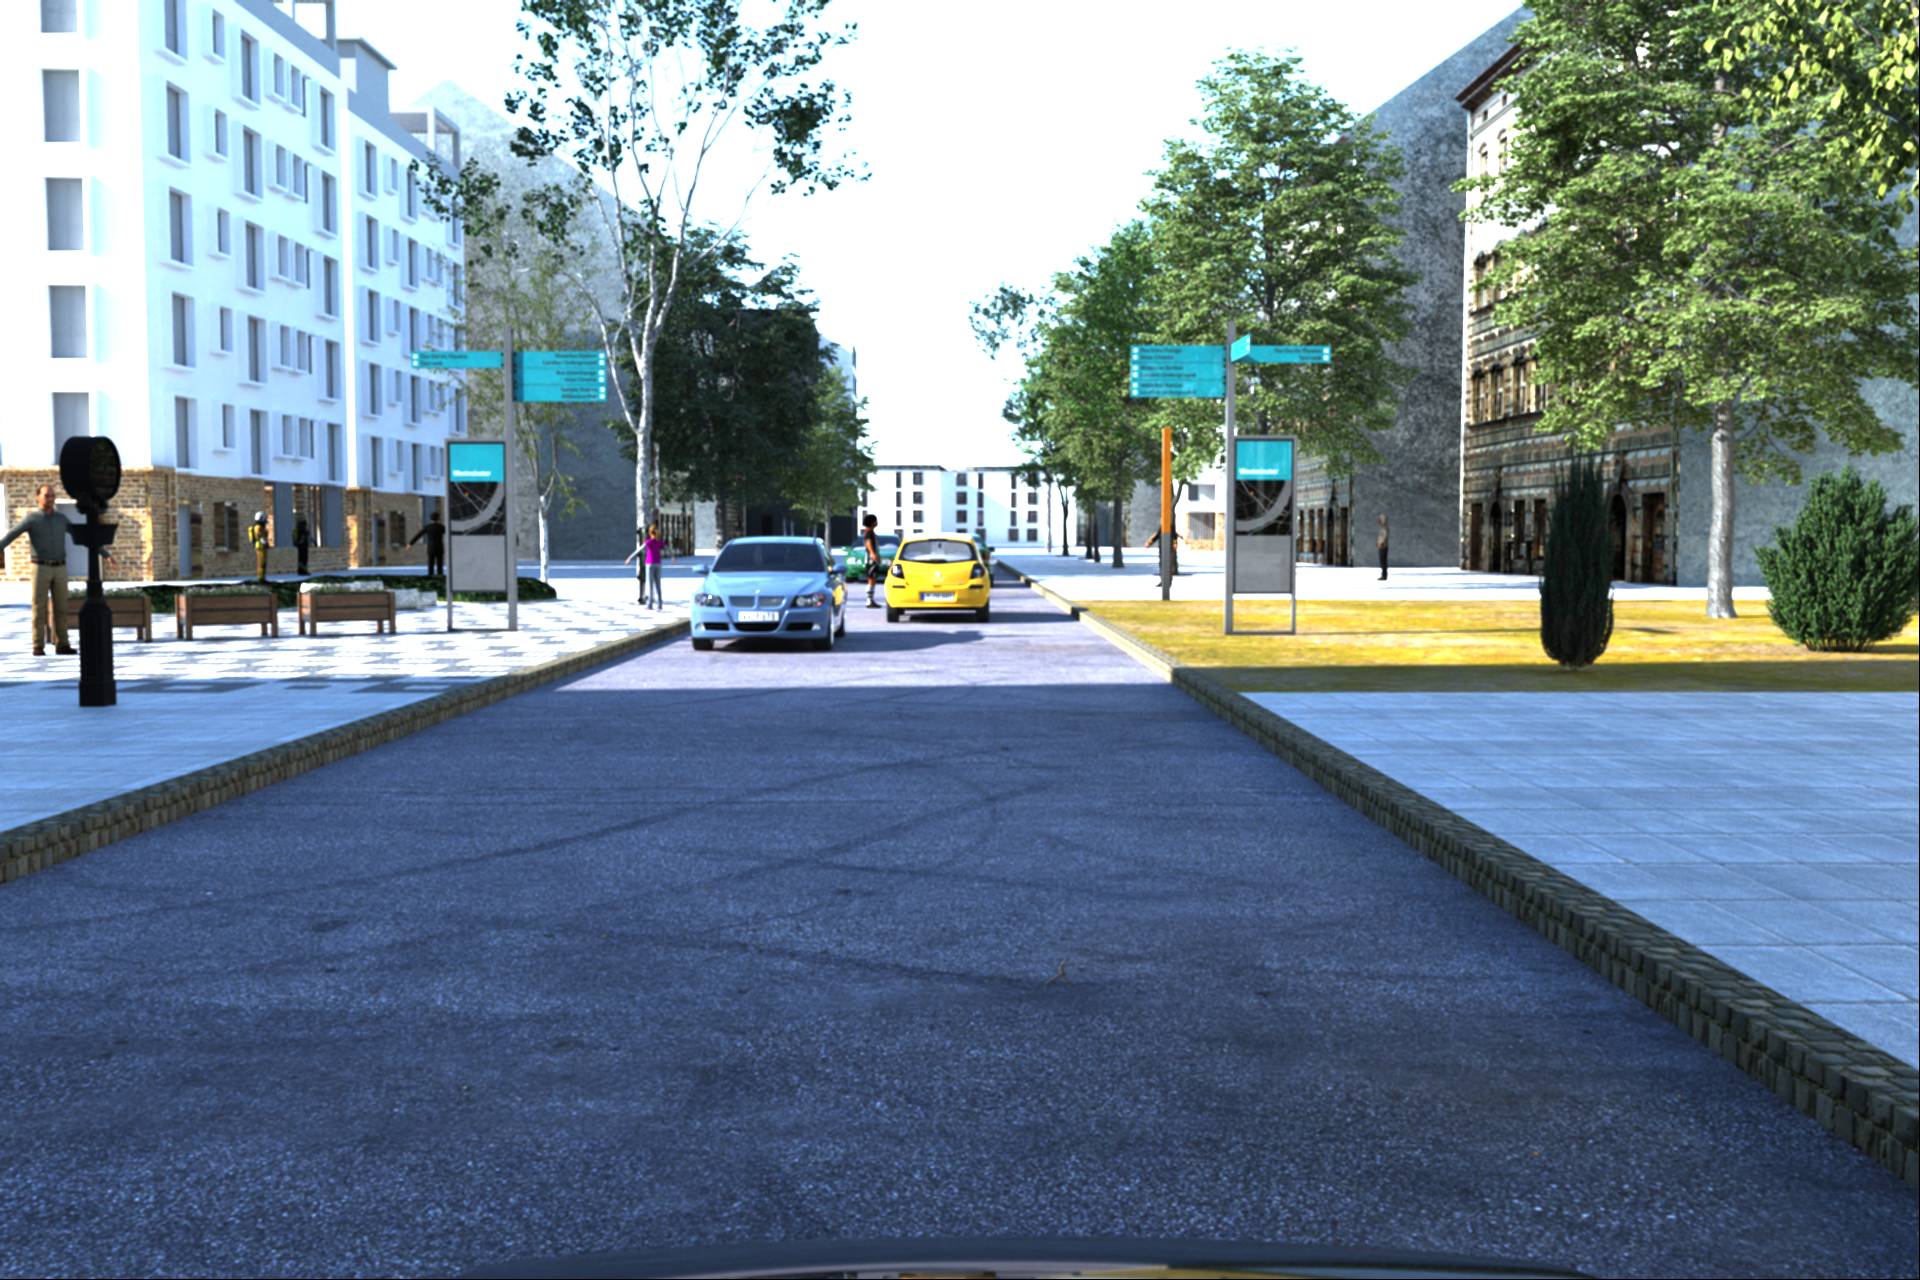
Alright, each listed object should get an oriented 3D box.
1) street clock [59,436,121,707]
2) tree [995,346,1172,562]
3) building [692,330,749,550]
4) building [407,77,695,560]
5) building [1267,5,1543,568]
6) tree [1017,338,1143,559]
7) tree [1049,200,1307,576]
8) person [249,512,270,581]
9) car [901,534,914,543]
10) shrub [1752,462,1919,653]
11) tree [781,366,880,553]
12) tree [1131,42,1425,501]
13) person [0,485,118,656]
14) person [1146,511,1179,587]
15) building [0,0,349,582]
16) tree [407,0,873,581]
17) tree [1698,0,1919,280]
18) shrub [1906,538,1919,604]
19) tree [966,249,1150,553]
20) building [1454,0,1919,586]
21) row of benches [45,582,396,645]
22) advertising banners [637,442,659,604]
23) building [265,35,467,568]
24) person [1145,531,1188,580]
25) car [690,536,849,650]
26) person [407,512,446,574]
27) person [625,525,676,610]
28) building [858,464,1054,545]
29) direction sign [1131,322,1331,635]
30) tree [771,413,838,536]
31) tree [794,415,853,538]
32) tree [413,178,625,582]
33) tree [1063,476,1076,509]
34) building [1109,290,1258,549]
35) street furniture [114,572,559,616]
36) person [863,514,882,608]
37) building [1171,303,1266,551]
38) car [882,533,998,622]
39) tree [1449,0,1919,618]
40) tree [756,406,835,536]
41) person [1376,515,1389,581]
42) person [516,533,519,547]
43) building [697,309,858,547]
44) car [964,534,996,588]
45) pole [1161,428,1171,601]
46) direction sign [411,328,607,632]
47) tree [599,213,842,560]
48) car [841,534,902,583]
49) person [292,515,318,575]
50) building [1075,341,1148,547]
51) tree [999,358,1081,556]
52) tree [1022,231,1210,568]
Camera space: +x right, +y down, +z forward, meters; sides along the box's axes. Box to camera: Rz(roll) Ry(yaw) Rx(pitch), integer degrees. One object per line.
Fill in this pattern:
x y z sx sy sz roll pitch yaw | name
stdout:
-6.450 -0.510 12.901 0.358 2.002 0.471 0 4 1 | street clock
6.101 -8.849 79.099 8.767 10.594 7.601 -2 4 -34 | tree
-28.594 -19.320 146.804 19.493 23.208 18.063 0 4 -1 | building
-24.843 -16.026 92.961 19.493 23.208 18.063 0 4 -1 | building
24.160 -14.886 74.312 19.493 23.208 18.063 0 4 0 | building
6.502 -9.972 88.797 9.928 11.665 9.643 0 3 0 | tree
6.646 -7.772 52.829 9.928 11.665 9.643 0 3 0 | tree
-18.145 -2.405 45.092 0.705 1.858 1.354 -2 4 -24 | person
-1.995 -4.770 89.780 2.131 1.459 4.920 0 3 0 | car
9.633 -0.912 18.951 1.661 2.075 1.752 0 3 0 | shrub
-8.989 -12.136 116.546 7.486 12.596 7.792 0 3 0 | tree
7.358 -7.498 40.715 7.486 12.596 7.792 0 3 0 | tree
-9.656 -0.740 18.374 0.705 1.796 1.348 3 5 41 | person
4.935 -2.196 41.836 0.705 1.837 1.347 -2 4 -26 | person
-26.489 -11.695 47.640 16.016 20.090 11.380 0 4 0 | building
-8.518 -11.745 47.924 12.611 20.169 13.585 0 3 0 | tree
6.505 -3.702 10.883 4.737 8.622 4.395 0 3 0 | tree
17.640 -1.269 31.860 1.383 1.207 1.383 0 3 0 | shrub
7.101 -15.818 114.514 12.611 20.169 13.585 0 3 0 | tree
26.753 -13.451 50.855 19.493 23.208 18.063 0 3 0 | building
-9.090 -0.355 21.260 4.104 0.672 1.422 -2 4 -34 | row of benches
-5.804 -2.215 32.403 0.090 3.025 2.074 0 4 1 | advertising banners
-27.704 -12.890 67.164 16.016 20.090 11.380 0 4 -1 | building
5.782 -2.549 48.482 1.217 1.733 0.721 0 4 -1 | person
-2.449 -0.666 22.884 2.014 1.417 4.499 0 4 -1 | car
-12.492 -2.145 41.262 1.347 1.806 0.705 0 4 -6 | person
-5.228 -1.231 29.398 0.991 1.433 0.599 -3 5 -41 | person
-2.514 -16.206 209.565 28.070 9.664 9.099 0 4 -2 | building
3.425 -1.993 21.356 2.525 3.948 1.411 0 4 -1 | direction sign
-9.337 -9.043 98.215 4.737 8.622 4.395 0 3 0 | tree
-9.061 -9.462 105.068 4.360 8.622 3.978 0 3 0 | tree
-8.523 -5.242 36.074 4.360 8.622 3.978 0 3 0 | tree
17.406 -18.264 208.986 12.009 13.543 11.850 0 3 0 | tree
24.100 -20.211 161.386 19.493 23.208 18.063 0 4 0 | building
-11.072 -0.980 31.653 5.734 0.657 10.072 1 4 14 | street furniture
-1.679 -1.529 33.603 0.704 1.843 1.345 0 4 1 | person
22.054 -17.492 142.406 16.016 20.090 11.380 0 4 0 | building
-0.355 -1.179 29.506 2.015 1.641 3.980 0 4 0 | car
11.300 -6.615 26.286 7.486 12.596 7.792 0 3 0 | tree
-8.728 -8.384 87.448 4.737 8.622 4.395 0 3 0 | tree
11.634 -2.543 47.707 0.705 1.813 1.348 1 4 8 | person
-13.715 -2.823 52.374 1.346 1.802 0.704 3 5 39 | person
-24.759 -20.148 173.388 27.936 21.610 32.646 0 4 -1 | building
-0.051 -2.197 47.713 2.131 1.459 4.920 0 4 -2 | car
3.979 -2.419 33.396 0.158 3.312 0.155 0 3 0 | pole
-5.866 -2.104 23.167 2.525 3.948 1.411 0 4 0 | direction sign
-9.458 -9.889 68.339 9.857 13.997 8.962 0 3 0 | tree
-2.465 -2.459 51.999 2.131 1.459 4.920 0 4 -1 | car
-20.376 -2.935 53.760 1.354 1.856 0.705 3 5 40 | person
22.287 -21.664 185.137 19.493 23.208 18.063 0 3 0 | building
6.067 -10.672 100.247 9.928 11.665 9.643 0 3 0 | tree
6.127 -8.984 65.020 7.486 12.596 7.792 0 3 0 | tree
